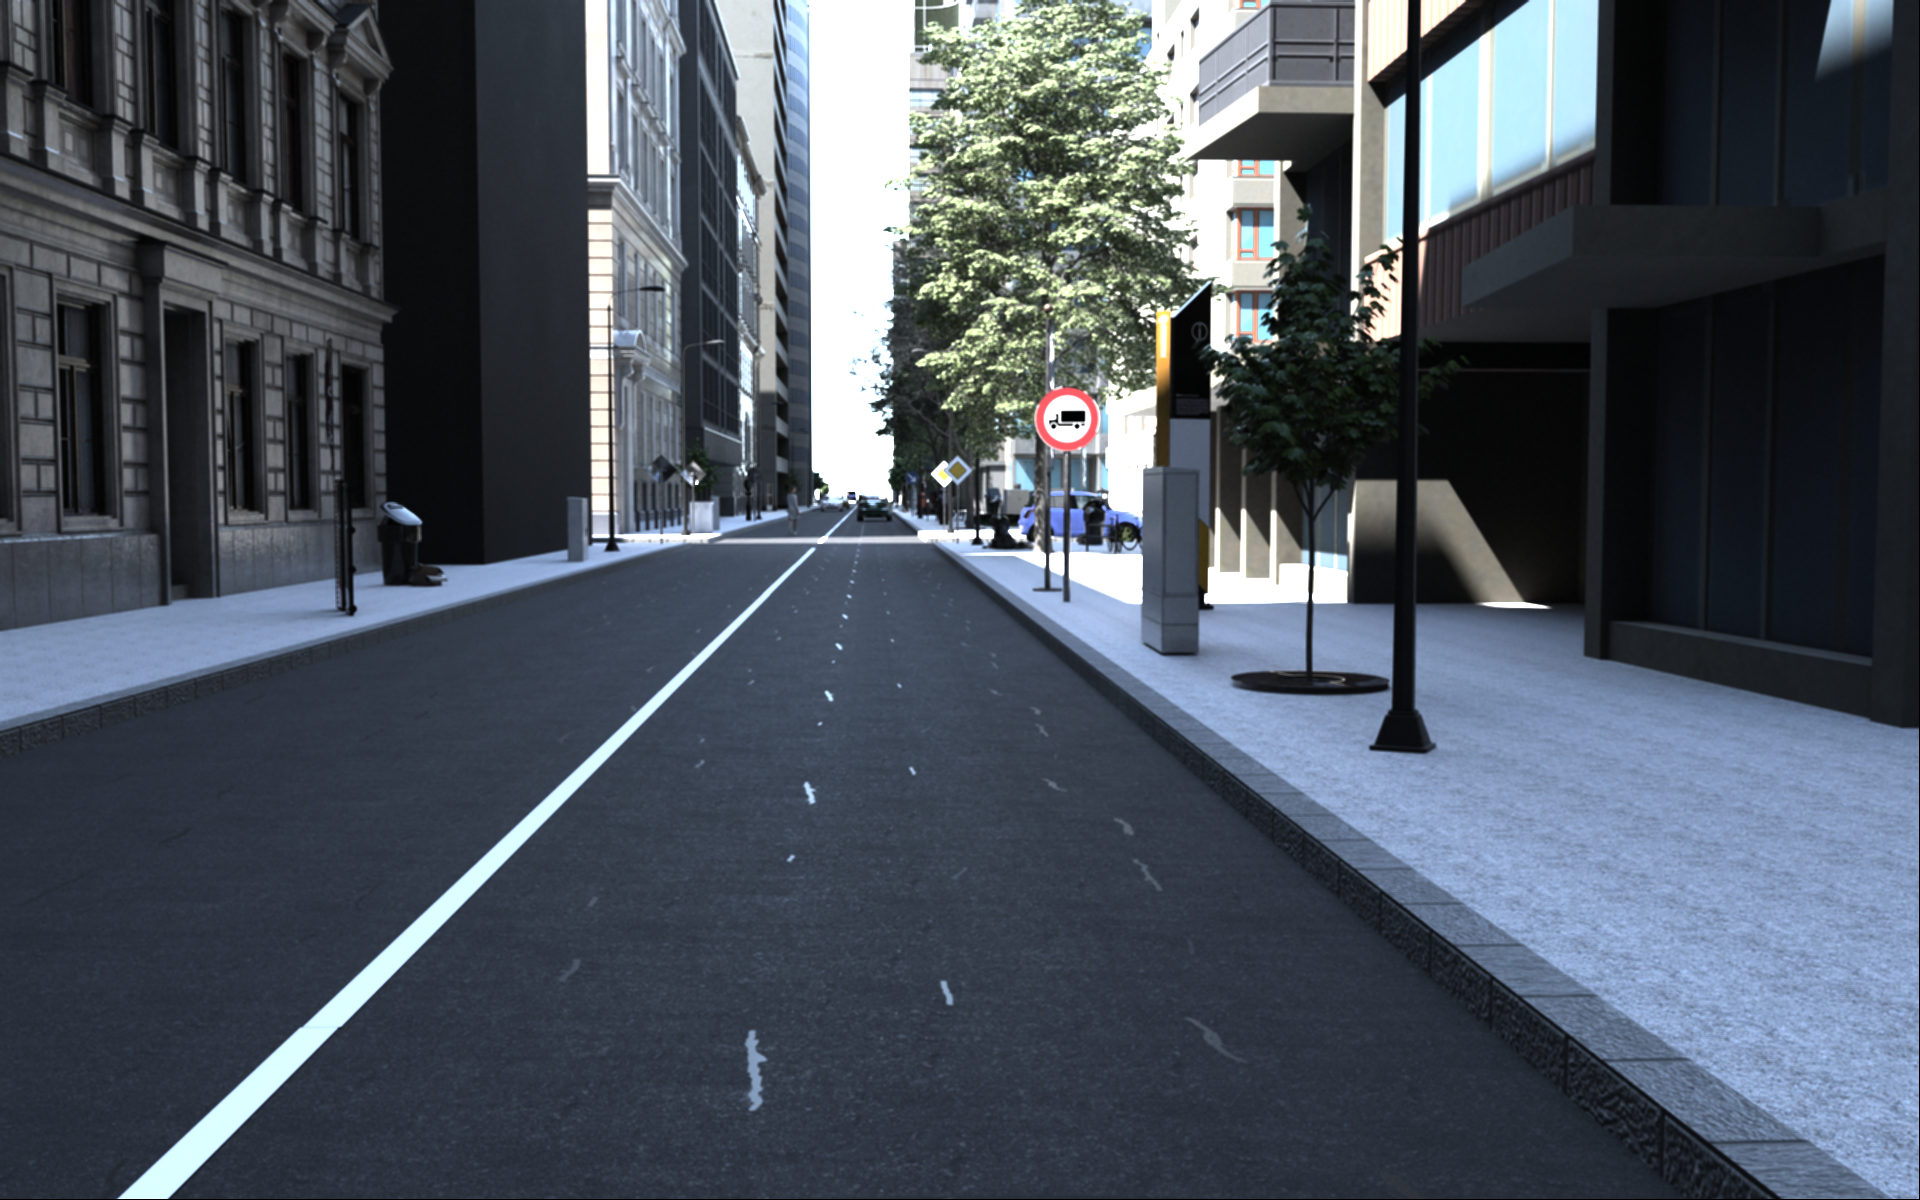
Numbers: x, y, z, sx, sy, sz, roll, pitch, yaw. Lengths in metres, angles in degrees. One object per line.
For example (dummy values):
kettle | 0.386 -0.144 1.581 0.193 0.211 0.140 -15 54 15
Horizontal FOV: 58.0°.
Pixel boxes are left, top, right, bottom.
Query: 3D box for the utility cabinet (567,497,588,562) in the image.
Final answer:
utility cabinet | -7.332 -1.352 33.275 0.306 1.237 1.020 0 4 -6

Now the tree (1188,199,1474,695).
tree | 2.261 -1.039 11.591 1.663 3.219 1.824 0 3 0

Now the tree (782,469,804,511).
tree | -12.679 -8.391 131.789 1.663 3.219 1.824 0 3 0

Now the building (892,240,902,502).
building | -3.907 -36.443 279.441 14.154 41.232 14.086 0 4 -3

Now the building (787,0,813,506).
building | -26.824 -39.341 185.218 21.231 58.520 28.212 0 4 -3

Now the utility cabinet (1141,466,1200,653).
utility cabinet | 1.737 -0.343 14.287 0.318 1.500 1.173 0 4 -2

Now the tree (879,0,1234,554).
tree | 2.000 -7.259 36.805 7.486 12.596 7.792 0 3 0

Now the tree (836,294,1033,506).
tree | -0.857 -8.609 75.161 8.767 10.594 7.601 -1 4 -19

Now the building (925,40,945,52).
building | 5.967 -34.673 186.517 23.786 49.044 30.456 0 4 -3

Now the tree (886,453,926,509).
tree | -3.951 -8.954 130.119 4.285 4.588 4.351 0 3 0

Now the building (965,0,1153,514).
building | 11.853 -30.139 112.374 23.786 49.044 30.456 0 4 -3

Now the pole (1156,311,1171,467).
pole | 2.279 -1.565 19.428 0.158 3.312 0.155 0 3 0

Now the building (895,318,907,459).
building | -2.915 -30.188 265.267 14.160 30.474 14.107 0 4 -3

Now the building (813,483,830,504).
building | -36.662 -35.356 269.950 32.217 40.220 23.993 0 4 -3

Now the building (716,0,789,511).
building | -24.753 -31.364 136.502 21.300 48.544 21.600 0 4 -3

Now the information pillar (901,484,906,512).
information pillar | -4.059 -7.387 125.271 0.304 2.012 0.304 -1 4 -12

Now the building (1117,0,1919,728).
building | 14.332 -22.158 16.916 22.147 44.769 28.867 0 4 -3

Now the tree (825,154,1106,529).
tree | 0.231 -9.343 63.121 12.009 13.543 11.850 0 3 0

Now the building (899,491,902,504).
building | 8.176 -32.657 225.819 32.217 40.220 23.993 0 4 -3

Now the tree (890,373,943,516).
tree | -2.605 -9.255 101.674 4.737 8.622 4.395 0 3 0

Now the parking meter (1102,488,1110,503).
parking meter | 6.477 -4.191 76.935 0.372 1.533 0.369 0 3 0

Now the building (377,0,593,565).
building | -16.835 -12.643 36.388 15.834 23.373 12.332 0 4 -3

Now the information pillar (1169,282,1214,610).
information pillar | 2.552 -1.699 19.127 0.504 3.616 0.183 -2 4 -24

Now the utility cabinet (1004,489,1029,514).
utility cabinet | 2.577 -4.302 79.014 1.173 1.500 0.318 -2 4 -29

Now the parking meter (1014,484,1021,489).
parking meter | 3.162 -5.500 95.641 0.255 1.863 0.399 2 4 32

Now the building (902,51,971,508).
building | 2.032 -29.400 164.292 14.154 41.232 14.086 0 4 -3

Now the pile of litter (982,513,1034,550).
pile of litter | 1.146 -1.637 40.738 1.176 0.858 1.719 -1 4 -14

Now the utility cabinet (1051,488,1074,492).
utility cabinet | 3.786 -3.535 66.482 1.173 1.500 0.318 0 4 4

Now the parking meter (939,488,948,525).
parking meter | -0.671 -3.910 72.346 0.372 1.533 0.369 0 3 0

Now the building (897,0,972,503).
building | 1.299 -49.453 246.807 20.563 71.187 20.611 0 4 -3

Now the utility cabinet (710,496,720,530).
utility cabinet | -8.730 -3.092 61.716 0.306 1.237 1.020 -1 4 -11

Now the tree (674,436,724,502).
tree | -8.682 -3.878 58.001 1.663 3.219 1.824 0 3 0

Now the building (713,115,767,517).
building | -19.083 -19.093 109.435 12.463 27.353 25.104 0 4 -3

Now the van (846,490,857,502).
van | -17.662 -16.922 281.065 2.240 2.365 5.245 0 4 -4

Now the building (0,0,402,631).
building | -13.899 -9.496 19.885 10.561 19.102 19.286 0 4 -3

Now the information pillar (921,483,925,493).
information pillar | -2.582 -6.892 117.172 0.304 2.012 0.304 -1 4 -15

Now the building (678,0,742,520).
building | -18.618 -17.757 83.829 14.314 27.812 24.014 0 4 -3

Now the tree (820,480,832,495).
tree | -18.033 -14.597 233.263 1.663 3.219 1.824 0 3 0

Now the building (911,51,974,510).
building | 12.112 -27.740 145.424 32.217 40.220 23.993 0 4 -3

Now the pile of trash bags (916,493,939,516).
pile of trash bags | -1.841 -5.819 104.899 1.912 1.369 3.447 1 4 17

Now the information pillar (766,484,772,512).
information pillar | -13.866 -7.431 125.989 0.304 2.012 0.304 -3 5 -42

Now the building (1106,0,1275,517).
building | 21.951 -13.576 67.001 28.899 21.520 27.650 0 4 -3

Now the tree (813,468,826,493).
tree | -17.412 -13.464 203.855 4.285 4.588 4.351 0 3 0

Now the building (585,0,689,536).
building | -17.256 -16.875 61.817 13.634 28.700 20.117 0 4 -3
